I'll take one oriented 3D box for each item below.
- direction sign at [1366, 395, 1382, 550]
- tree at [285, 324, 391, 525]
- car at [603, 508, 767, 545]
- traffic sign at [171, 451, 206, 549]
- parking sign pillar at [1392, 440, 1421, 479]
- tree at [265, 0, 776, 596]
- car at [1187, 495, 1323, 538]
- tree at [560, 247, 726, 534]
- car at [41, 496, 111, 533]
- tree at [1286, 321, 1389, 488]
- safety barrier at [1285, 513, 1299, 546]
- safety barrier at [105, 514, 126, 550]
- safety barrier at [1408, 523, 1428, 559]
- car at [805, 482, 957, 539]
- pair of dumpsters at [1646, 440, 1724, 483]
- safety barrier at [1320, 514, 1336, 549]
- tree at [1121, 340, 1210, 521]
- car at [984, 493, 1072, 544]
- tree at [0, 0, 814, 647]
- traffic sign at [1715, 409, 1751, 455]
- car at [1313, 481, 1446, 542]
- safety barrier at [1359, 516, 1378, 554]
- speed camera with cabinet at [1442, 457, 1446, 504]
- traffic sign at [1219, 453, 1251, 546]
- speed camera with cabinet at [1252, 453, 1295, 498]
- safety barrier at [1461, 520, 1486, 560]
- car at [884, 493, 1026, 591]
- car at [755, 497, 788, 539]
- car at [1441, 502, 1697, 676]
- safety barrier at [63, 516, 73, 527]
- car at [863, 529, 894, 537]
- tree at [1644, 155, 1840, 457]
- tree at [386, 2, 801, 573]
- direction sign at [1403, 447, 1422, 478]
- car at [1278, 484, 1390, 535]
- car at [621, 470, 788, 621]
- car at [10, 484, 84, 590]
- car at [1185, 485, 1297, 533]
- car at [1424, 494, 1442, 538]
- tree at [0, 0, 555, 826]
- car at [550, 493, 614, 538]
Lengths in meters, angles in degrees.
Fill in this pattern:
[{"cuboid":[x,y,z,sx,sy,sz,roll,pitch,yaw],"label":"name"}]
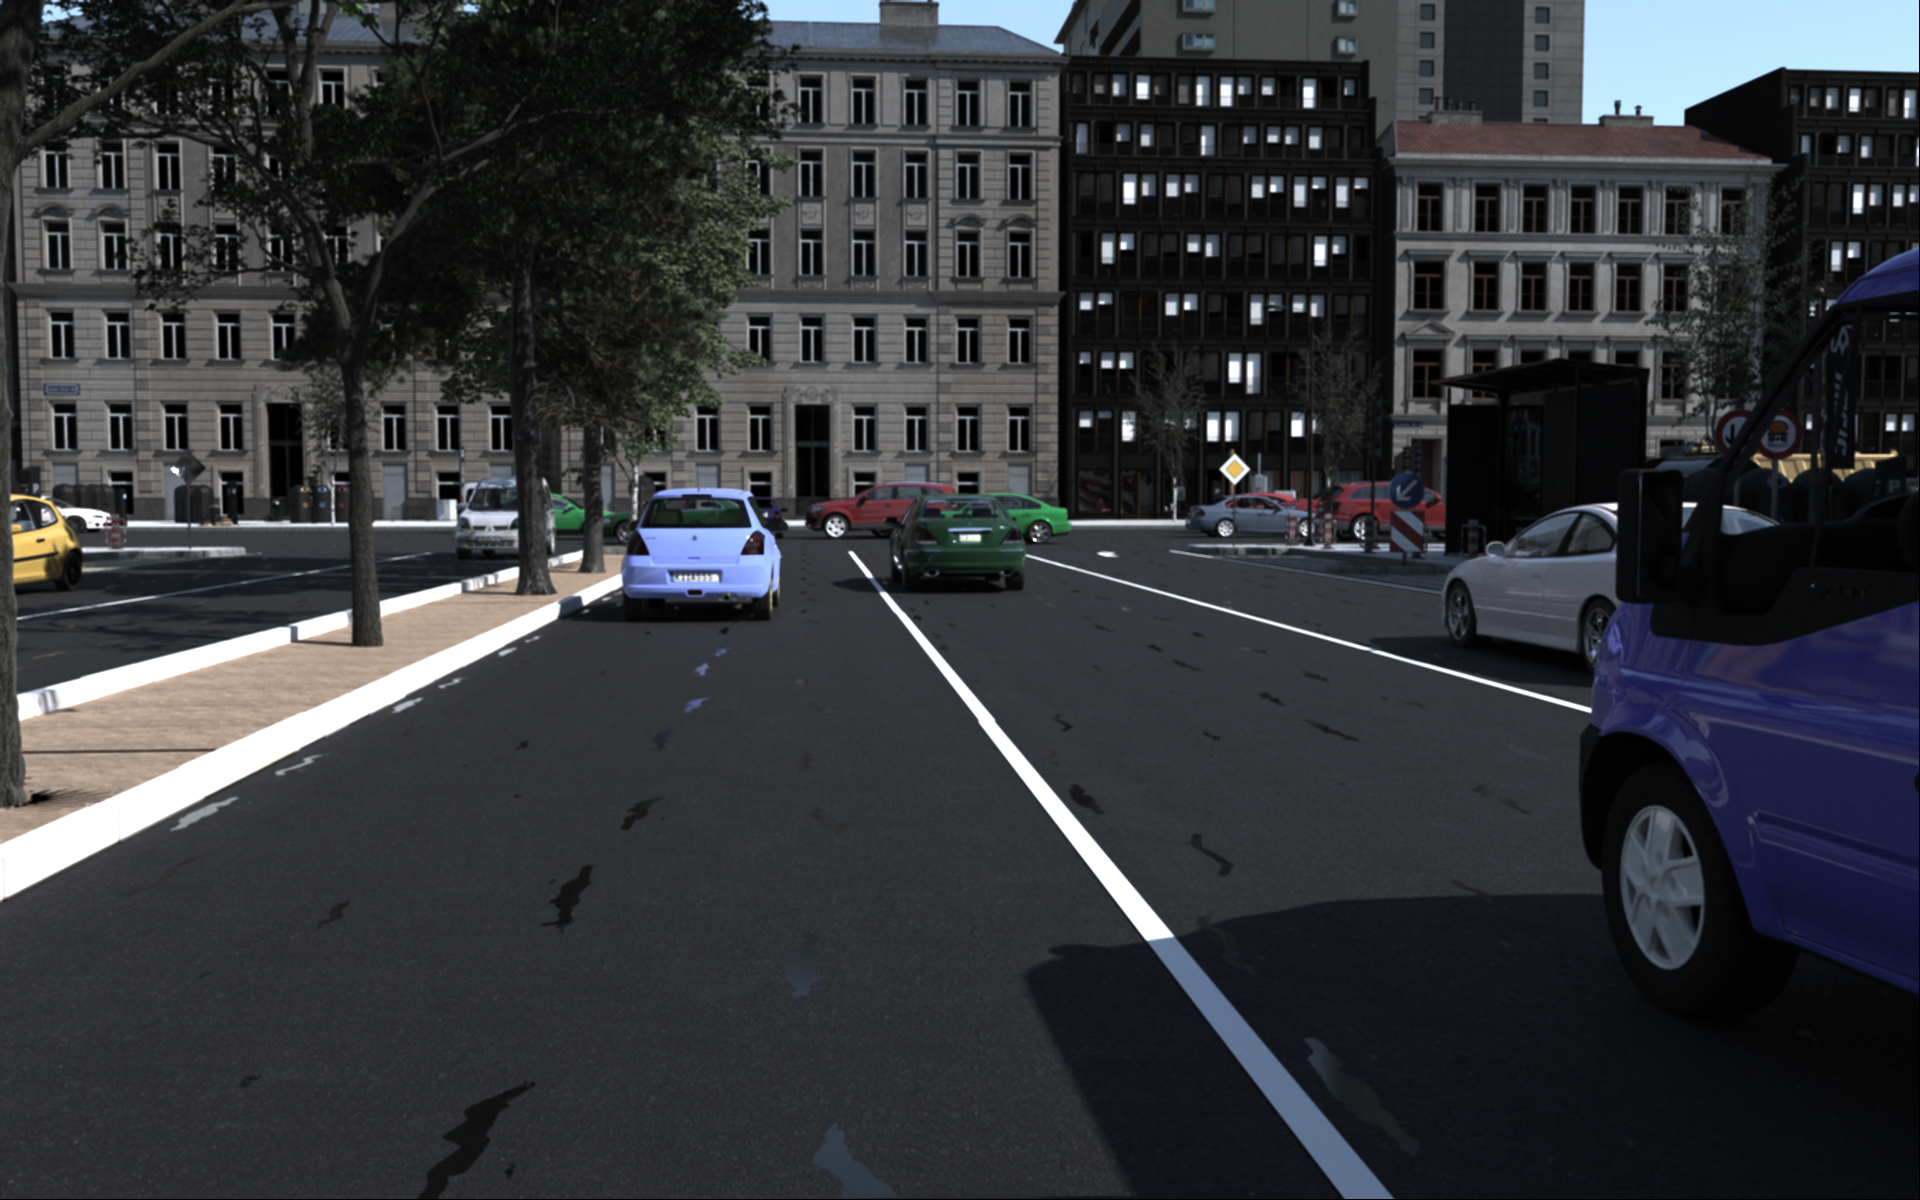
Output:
[{"cuboid":[9.538,-2.934,39.973,0.379,3.537,0.876,-1,4,-8],"label":"direction sign"},{"cuboid":[-25.647,-7.374,70.931,4.360,8.622,3.978,0,3,0],"label":"tree"},{"cuboid":[-8.070,-2.343,50.110,4.920,1.459,2.131,0,4,-4],"label":"car"},{"cuboid":[-17.926,-2.240,40.260,0.795,2.450,0.064,0,4,-5],"label":"traffic sign"},{"cuboid":[22.117,-5.957,85.873,1.447,3.967,1.447,0,4,-4],"label":"parking sign pillar"},{"cuboid":[-6.130,-6.097,24.207,6.751,12.117,7.091,0,3,0],"label":"tree"},{"cuboid":[9.843,-2.789,57.608,4.499,1.417,2.014,0,4,-7],"label":"car"},{"cuboid":[-7.090,-5.180,37.506,4.360,8.622,3.978,0,3,0],"label":"tree"},{"cuboid":[-34.100,-3.183,64.406,4.827,1.381,2.083,0,4,-7],"label":"car"},{"cuboid":[16.100,-7.590,74.451,4.360,8.622,3.978,0,3,0],"label":"tree"},{"cuboid":[8.271,-1.765,43.129,0.300,0.817,1.120,0,4,-5],"label":"safety barrier"},{"cuboid":[-19.511,-1.575,40.023,0.300,0.817,1.120,0,4,-5],"label":"safety barrier"},{"cuboid":[9.063,-1.229,34.374,0.300,0.817,1.120,0,4,-5],"label":"safety barrier"},{"cuboid":[-2.346,-2.885,55.844,5.304,1.827,2.281,0,4,-4],"label":"car"},{"cuboid":[13.656,-1.875,33.142,1.574,2.255,4.437,0,4,-5],"label":"pair of dumpsters"},{"cuboid":[8.537,-1.586,40.212,0.300,0.817,1.120,0,4,-5],"label":"safety barrier"},{"cuboid":[9.952,-8.034,81.716,4.360,8.622,3.978,0,3,0],"label":"tree"},{"cuboid":[0.841,-2.516,49.935,4.718,1.807,1.959,0,4,-5],"label":"car"},{"cuboid":[-5.567,-4.857,16.277,8.767,10.594,7.601,0,4,-5],"label":"tree"},{"cuboid":[11.681,-1.587,26.052,0.768,2.556,0.104,0,4,-4],"label":"traffic sign"},{"cuboid":[13.504,-2.704,52.889,5.304,1.827,2.281,0,4,-5],"label":"car"},{"cuboid":[8.801,-1.409,37.306,0.300,0.817,1.120,0,4,-5],"label":"safety barrier"},{"cuboid":[12.080,-2.836,40.704,0.660,3.252,2.038,3,5,44],"label":"speed camera with cabinet"},{"cuboid":[6.720,-2.374,42.456,0.795,2.450,0.064,0,4,-5],"label":"traffic sign"},{"cuboid":[15.120,-5.454,83.500,2.038,3.252,0.660,1,4,17],"label":"speed camera with cabinet"},{"cuboid":[9.327,-1.052,31.468,0.300,0.817,1.120,0,4,-5],"label":"safety barrier"},{"cuboid":[-0.090,-0.939,27.149,2.131,1.459,4.920,0,4,-6],"label":"car"},{"cuboid":[-6.645,-2.710,56.885,1.945,1.354,3.894,0,4,-5],"label":"car"},{"cuboid":[5.716,-0.150,14.815,2.083,1.381,4.827,0,4,-6],"label":"car"},{"cuboid":[-19.249,-1.397,37.114,0.300,0.817,1.120,0,4,-5],"label":"safety barrier"},{"cuboid":[-1.284,-3.023,58.224,4.718,1.807,1.959,0,4,-7],"label":"car"},{"cuboid":[17.305,-5.411,38.833,4.360,8.622,3.978,0,3,0],"label":"tree"},{"cuboid":[-6.782,-6.776,31.378,7.486,12.596,7.792,0,3,0],"label":"tree"},{"cuboid":[21.581,-5.548,82.712,0.876,3.537,0.379,1,4,23],"label":"direction sign"},{"cuboid":[13.567,-3.208,61.128,5.304,1.827,2.281,0,4,-4],"label":"car"},{"cuboid":[-3.061,-0.693,20.927,1.945,1.707,3.694,0,4,-4],"label":"car"},{"cuboid":[-13.977,-0.866,24.388,2.015,1.641,3.980,0,4,-3],"label":"car"},{"cuboid":[10.603,-3.380,64.306,4.494,1.783,2.155,0,4,-4],"label":"car"},{"cuboid":[16.576,-2.804,57.649,4.920,1.459,2.131,0,4,-5],"label":"car"},{"cuboid":[-4.375,-4.847,7.468,9.928,11.665,9.643,0,3,0],"label":"tree"},{"cuboid":[-12.892,-2.804,54.648,4.718,1.807,1.959,0,4,-6],"label":"car"}]
